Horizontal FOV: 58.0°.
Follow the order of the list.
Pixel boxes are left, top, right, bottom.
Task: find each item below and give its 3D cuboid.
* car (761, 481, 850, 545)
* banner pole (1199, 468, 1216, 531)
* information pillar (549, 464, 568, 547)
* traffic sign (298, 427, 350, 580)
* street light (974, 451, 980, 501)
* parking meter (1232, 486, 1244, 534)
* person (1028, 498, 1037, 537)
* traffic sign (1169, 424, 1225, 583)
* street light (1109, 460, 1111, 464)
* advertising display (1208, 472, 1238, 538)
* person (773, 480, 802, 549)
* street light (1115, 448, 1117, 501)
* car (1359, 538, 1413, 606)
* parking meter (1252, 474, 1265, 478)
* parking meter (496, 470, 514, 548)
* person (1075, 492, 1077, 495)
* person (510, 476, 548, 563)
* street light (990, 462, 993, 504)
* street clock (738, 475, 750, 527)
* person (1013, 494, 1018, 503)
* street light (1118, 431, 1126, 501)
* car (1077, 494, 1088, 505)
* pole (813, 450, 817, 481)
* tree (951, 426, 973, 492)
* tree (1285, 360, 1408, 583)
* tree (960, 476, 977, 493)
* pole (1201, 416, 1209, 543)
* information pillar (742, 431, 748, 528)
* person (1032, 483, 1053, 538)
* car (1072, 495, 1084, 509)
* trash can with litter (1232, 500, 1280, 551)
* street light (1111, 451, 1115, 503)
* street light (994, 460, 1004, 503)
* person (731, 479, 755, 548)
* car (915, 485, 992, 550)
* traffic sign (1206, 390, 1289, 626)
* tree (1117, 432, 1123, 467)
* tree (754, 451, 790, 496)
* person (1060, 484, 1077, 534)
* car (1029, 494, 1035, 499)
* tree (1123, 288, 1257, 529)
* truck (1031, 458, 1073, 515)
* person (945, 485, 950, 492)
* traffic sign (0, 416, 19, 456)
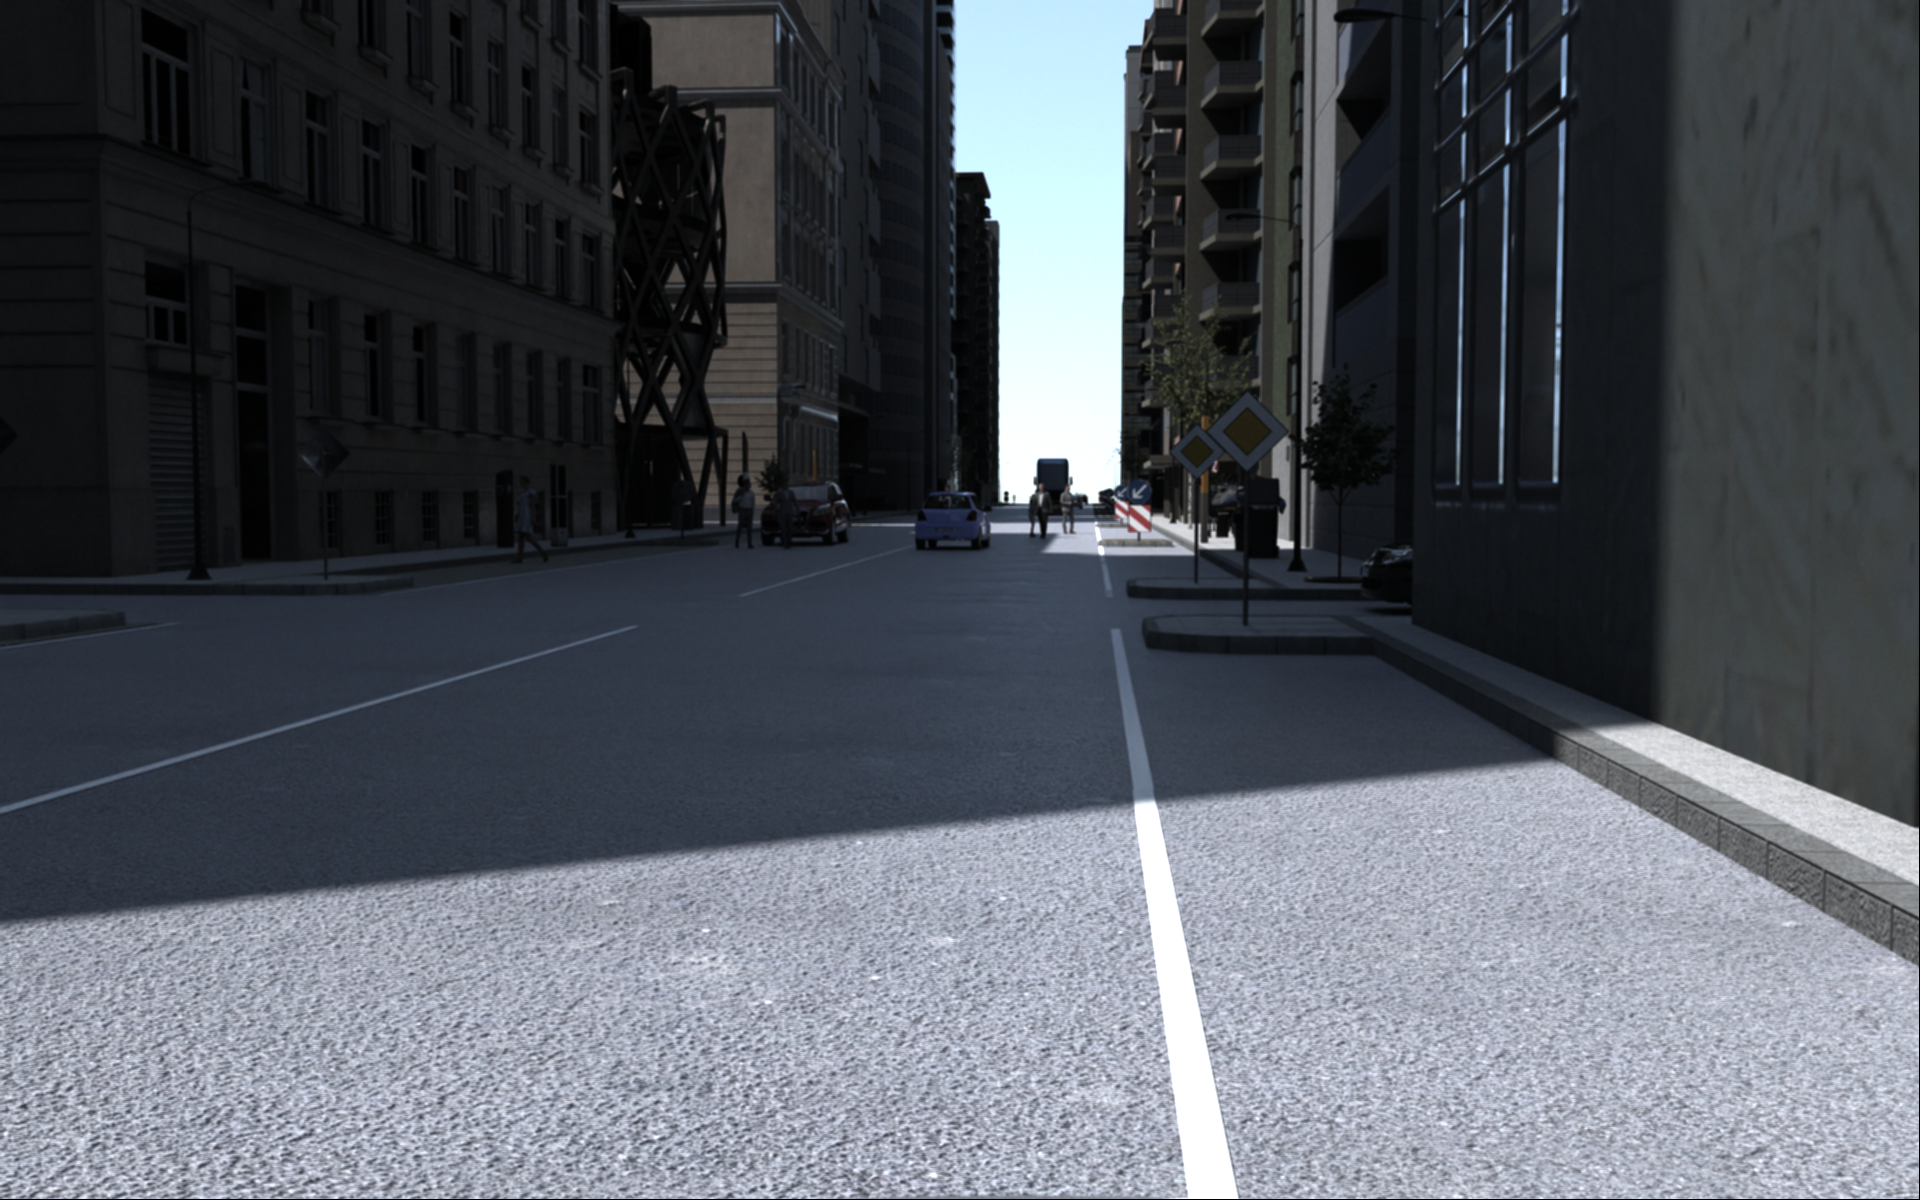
[{"bbox_3d":[-4.421,-2.530,50.036,2.281,1.827,5.304,0,4,3],"label":"car"},{"bbox_3d":[8.610,-4.289,60.143,0.863,3.779,0.401,0,4,-5],"label":"banner pole"},{"bbox_3d":[-9.772,-2.306,42.191,0.304,2.012,0.304,3,5,43],"label":"information pillar"},{"bbox_3d":[-9.467,-1.356,25.812,0.795,2.450,0.064,0,4,4],"label":"traffic sign"},{"bbox_3d":[1.128,-12.996,185.025,1.470,5.913,1.316,0,4,4],"label":"street light"},{"bbox_3d":[8.870,-2.868,55.298,0.372,1.533,0.369,0,3,0],"label":"parking meter"},{"bbox_3d":[2.441,-2.759,57.883,0.394,1.301,0.425,-3,5,-40],"label":"person"},{"bbox_3d":[3.389,-1.295,24.821,0.795,2.450,0.064,0,4,4],"label":"traffic sign"},{"bbox_3d":[17.159,-13.154,187.609,1.470,5.913,1.316,0,4,4],"label":"street light"},{"bbox_3d":[7.746,-2.806,51.091,0.974,1.923,0.123,-2,4,-24],"label":"advertising display"},{"bbox_3d":[-4.532,-2.249,45.384,0.709,1.813,0.853,-2,4,-27],"label":"person"},{"bbox_3d":[14.596,-10.986,152.160,1.470,5.913,1.316,0,4,4],"label":"street light"},{"bbox_3d":[7.005,-0.683,20.959,4.222,1.686,2.009,0,4,4],"label":"car"},{"bbox_3d":[8.750,-2.754,50.732,0.399,1.863,0.255,0,4,-6],"label":"parking meter"},{"bbox_3d":[-10.885,-2.184,41.414,0.255,1.863,0.399,1,4,20],"label":"parking meter"},{"bbox_3d":[16.631,-14.468,245.855,0.445,1.727,0.742,3,5,42],"label":"person"},{"bbox_3d":[-8.938,-1.663,35.784,0.778,1.811,0.616,-2,4,-29],"label":"person"},{"bbox_3d":[2.867,-14.440,208.635,1.470,5.913,1.316,0,4,4],"label":"street light"},{"bbox_3d":[-8.204,-3.740,65.726,0.471,2.002,0.358,3,5,43],"label":"street clock"},{"bbox_3d":[7.814,-14.531,249.307,0.991,1.433,0.599,-1,4,-10],"label":"person"},{"bbox_3d":[12.653,-9.524,128.257,1.470,5.913,1.316,0,4,4],"label":"street light"},{"bbox_3d":[16.719,-14.066,239.021,2.155,1.783,4.494,0,4,2],"label":"car"},{"bbox_3d":[-6.729,-5.306,80.603,0.158,3.312,0.155,0,3,0],"label":"pole"},{"bbox_3d":[-0.443,-13.915,177.865,4.360,8.622,3.978,0,3,0],"label":"tree"},{"bbox_3d":[5.544,-1.869,25.152,1.663,3.219,1.824,0,3,0],"label":"tree"},{"bbox_3d":[0.986,-12.009,190.953,1.663,3.219,1.824,0,3,0],"label":"tree"},{"bbox_3d":[6.403,-3.146,45.278,0.158,3.312,0.155,0,3,0],"label":"pole"},{"bbox_3d":[-8.056,-4.506,65.022,0.183,3.616,0.504,1,4,8],"label":"information pillar"},{"bbox_3d":[2.676,-2.916,56.568,0.661,1.777,0.834,1,4,12],"label":"person"},{"bbox_3d":[11.008,-9.556,168.609,2.083,1.381,4.827,0,4,5],"label":"car"},{"bbox_3d":[6.632,-1.675,38.768,1.055,1.170,0.624,2,4,27],"label":"trash can with litter"},{"bbox_3d":[16.321,-12.441,175.945,1.470,5.913,1.316,0,4,4],"label":"street light"},{"bbox_3d":[4.766,-15.927,232.941,1.470,5.913,1.316,0,4,4],"label":"street light"},{"bbox_3d":[-5.749,-2.288,46.005,0.679,1.850,0.850,-2,4,-33],"label":"person"},{"bbox_3d":[-0.156,-2.220,45.896,1.945,1.707,3.694,0,4,6],"label":"car"},{"bbox_3d":[2.785,-0.808,16.859,0.795,2.450,0.064,0,4,4],"label":"traffic sign"},{"bbox_3d":[18.408,-14.243,183.230,4.737,8.622,4.395,0,3,0],"label":"tree"},{"bbox_3d":[-8.491,-5.095,77.912,1.663,3.219,1.824,0,3,0],"label":"tree"},{"bbox_3d":[3.945,-3.294,62.554,0.583,1.804,0.606,3,5,42],"label":"person"},{"bbox_3d":[9.636,-12.631,215.561,2.155,1.783,4.494,0,4,4],"label":"car"},{"bbox_3d":[8.645,-6.886,62.956,4.737,8.622,4.395,0,3,0],"label":"tree"},{"bbox_3d":[6.575,-8.240,124.475,2.967,4.110,18.799,0,4,4],"label":"truck"},{"bbox_3d":[-0.451,-3.385,64.186,0.721,1.781,0.623,3,5,42],"label":"person"},{"bbox_3d":[-10.071,-0.869,17.850,0.795,2.450,0.064,0,4,4],"label":"traffic sign"}]
